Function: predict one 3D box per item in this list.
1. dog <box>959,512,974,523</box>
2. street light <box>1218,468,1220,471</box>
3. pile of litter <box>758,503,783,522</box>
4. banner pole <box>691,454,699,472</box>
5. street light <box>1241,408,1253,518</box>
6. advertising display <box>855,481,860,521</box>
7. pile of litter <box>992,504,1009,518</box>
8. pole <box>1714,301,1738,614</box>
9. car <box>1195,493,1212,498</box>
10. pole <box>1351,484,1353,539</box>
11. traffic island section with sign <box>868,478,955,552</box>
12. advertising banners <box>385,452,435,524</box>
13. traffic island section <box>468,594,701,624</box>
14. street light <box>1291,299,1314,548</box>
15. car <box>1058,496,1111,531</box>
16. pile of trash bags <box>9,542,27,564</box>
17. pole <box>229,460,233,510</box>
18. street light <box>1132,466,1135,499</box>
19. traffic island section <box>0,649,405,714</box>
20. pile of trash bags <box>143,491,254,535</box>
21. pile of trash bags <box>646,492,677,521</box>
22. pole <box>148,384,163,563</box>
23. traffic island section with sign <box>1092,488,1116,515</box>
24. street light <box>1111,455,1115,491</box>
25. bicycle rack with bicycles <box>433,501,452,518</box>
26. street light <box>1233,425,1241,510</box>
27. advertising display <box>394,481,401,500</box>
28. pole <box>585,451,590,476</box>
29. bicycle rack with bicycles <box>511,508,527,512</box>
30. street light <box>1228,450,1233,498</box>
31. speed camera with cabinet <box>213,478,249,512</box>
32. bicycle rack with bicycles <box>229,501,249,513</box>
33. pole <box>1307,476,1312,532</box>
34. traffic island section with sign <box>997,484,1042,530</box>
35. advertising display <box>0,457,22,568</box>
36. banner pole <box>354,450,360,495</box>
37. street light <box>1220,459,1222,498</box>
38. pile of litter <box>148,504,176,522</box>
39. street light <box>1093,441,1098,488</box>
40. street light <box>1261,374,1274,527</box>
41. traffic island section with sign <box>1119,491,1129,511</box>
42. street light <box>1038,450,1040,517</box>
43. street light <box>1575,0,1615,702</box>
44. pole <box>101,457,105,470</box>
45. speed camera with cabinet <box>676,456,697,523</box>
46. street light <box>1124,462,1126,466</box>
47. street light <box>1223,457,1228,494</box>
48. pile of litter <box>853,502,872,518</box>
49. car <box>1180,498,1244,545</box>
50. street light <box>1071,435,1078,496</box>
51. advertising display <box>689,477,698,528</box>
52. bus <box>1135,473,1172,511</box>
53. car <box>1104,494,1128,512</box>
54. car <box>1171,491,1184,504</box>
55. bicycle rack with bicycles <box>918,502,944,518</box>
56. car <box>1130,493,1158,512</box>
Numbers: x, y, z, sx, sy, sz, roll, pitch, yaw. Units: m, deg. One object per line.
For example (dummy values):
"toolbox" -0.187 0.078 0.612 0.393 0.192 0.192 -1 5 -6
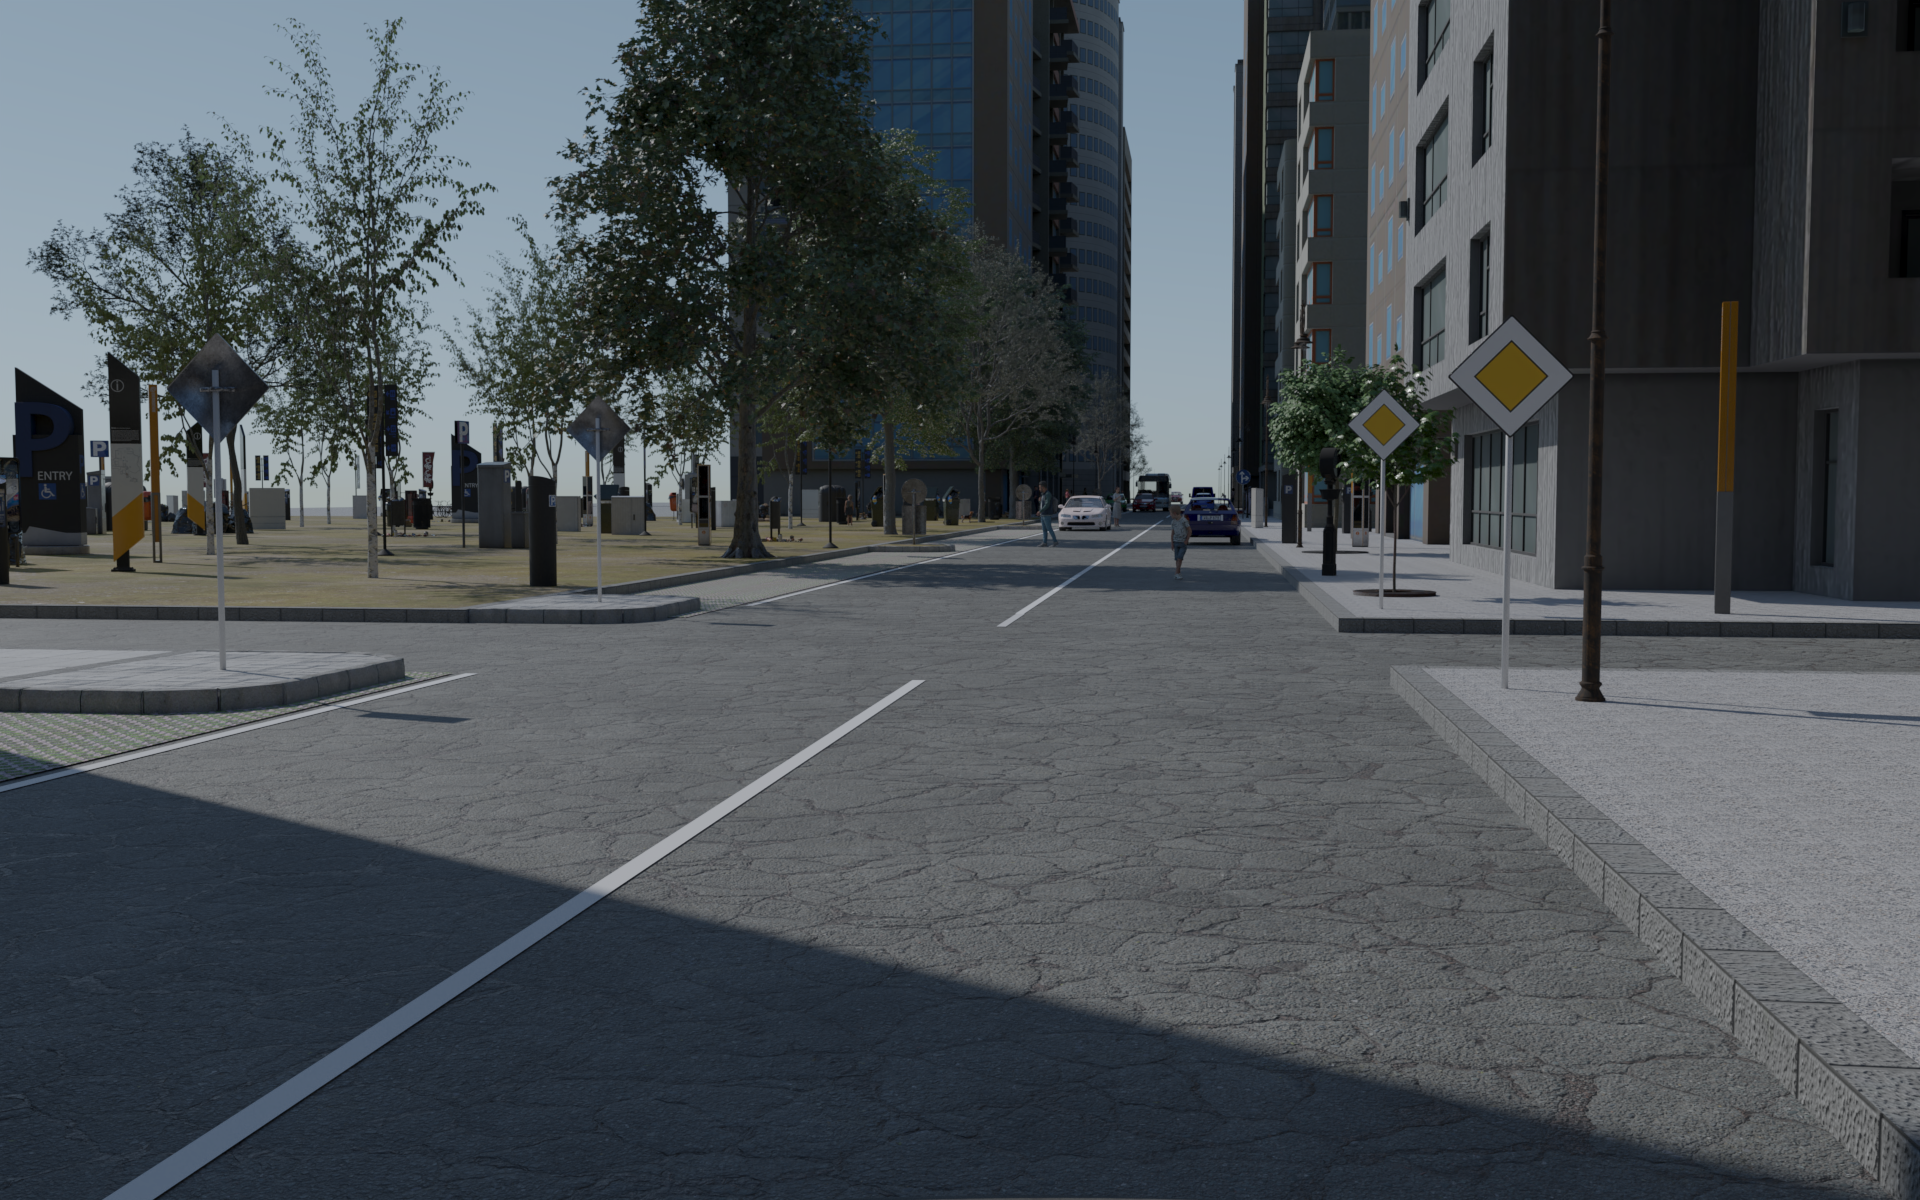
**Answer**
"dog" 0.288 -3.679 76.986 0.540 0.507 0.406 -3 5 -39
"street light" 34.005 -15.464 225.616 0.468 5.910 1.993 0 4 8
"pile of litter" -9.124 -4.074 80.580 1.719 0.858 1.176 1 4 18
"banner pole" -14.620 -6.448 95.438 0.401 3.779 0.863 2 4 34
"street light" 15.439 -7.344 92.868 0.468 5.910 1.993 0 4 8
"advertising display" -4.941 -4.801 83.707 0.123 1.923 0.974 0 4 4
"pile of litter" 2.322 -4.930 94.571 1.719 0.858 1.176 -2 4 -28
"pole" 8.179 -1.507 18.490 0.158 3.312 0.155 0 3 0
"car" 19.303 -7.807 137.237 1.945 1.707 3.694 0 4 8
"pole" 11.345 -3.422 49.786 0.158 3.312 0.155 0 3 0
"traffic island section with sign" -1.162 -2.114 43.185 1.989 1.847 2.006 0 4 8
"advertising banners" -22.683 -4.603 71.439 2.074 3.025 0.090 0 4 -4
"traffic island section" -4.313 0.104 20.586 2.009 0.180 2.903 0 4 8
"street light" 8.140 -4.191 41.318 0.468 5.910 1.993 0 4 8
"car" 4.985 -3.444 68.676 2.083 1.381 4.827 1 4 8
"pile of trash bags" -18.940 -1.334 31.563 3.447 1.369 1.912 -2 4 -24
"pole" -41.493 -6.410 98.641 0.158 3.312 0.155 0 3 0
"street light" 23.259 -15.841 231.787 0.468 5.910 1.993 0 4 8
"traffic island section" -5.420 0.587 12.678 2.009 0.180 2.903 0 4 8
"pile of trash bags" -24.701 -2.812 55.726 1.912 1.369 3.447 3 4 39
"pile of trash bags" -15.106 -4.492 83.197 3.447 1.369 1.912 -1 4 -20
"pole" -15.011 -2.352 32.298 0.158 3.312 0.155 0 3 0
"traffic island section with sign" 9.471 -6.752 119.016 1.989 1.847 2.006 0 4 8
"street light" 15.914 -12.662 179.814 0.468 5.910 1.993 0 4 8
"bicycle rack with bicycles" -27.633 -4.915 93.747 2.925 0.926 2.852 -3 5 -41
"street light" 18.806 -8.806 116.767 0.468 5.910 1.993 0 4 8
"advertising display" -27.360 -4.836 84.277 0.123 1.923 0.974 0 4 -5
"pole" -17.543 -5.367 81.596 0.158 3.312 0.155 0 3 0
"bicycle rack with bicycles" -20.193 -4.233 82.590 2.925 0.926 2.852 0 4 1
"street light" 22.509 -10.382 142.535 0.468 5.910 1.993 0 4 8
"speed camera with cabinet" -41.842 -6.445 99.715 2.038 3.252 0.660 -1 4 -19
"bicycle rack with bicycles" -40.134 -5.080 96.432 2.925 0.926 2.852 -2 4 -32
"pole" 11.970 -4.000 59.245 0.158 3.312 0.155 0 3 0
"traffic island section with sign" 2.594 -3.746 69.878 1.989 1.847 2.006 0 4 8
"advertising display" -16.621 -1.512 29.927 0.123 1.923 0.974 1 4 11
"banner pole" -34.189 -6.621 98.262 0.401 3.779 0.863 -3 5 -40
"street light" 30.519 -13.886 199.818 0.468 5.910 1.993 0 4 8
"pile of litter" -36.749 -4.036 79.962 1.719 0.858 1.176 0 4 3
"street light" 11.721 -10.787 149.151 0.468 5.910 1.993 0 4 8
"street light" 11.882 -5.767 67.081 0.468 5.910 1.993 0 4 8
"traffic island section with sign" 13.287 -8.423 146.342 1.989 1.847 2.006 0 4 8
"street light" 4.465 -7.602 97.080 0.468 5.910 1.993 0 4 8
"street light" 3.914 -2.311 10.575 0.468 5.910 1.993 0 4 8
"pole" -43.314 -5.731 87.549 0.158 3.312 0.155 0 3 0
"speed camera with cabinet" -12.089 -5.028 76.548 0.660 3.252 2.038 -1 4 -19
"street light" 19.592 -14.241 205.629 0.468 5.910 1.993 0 4 8
"street light" 26.114 -11.959 168.316 0.468 5.910 1.993 0 4 8
"pile of litter" -4.954 -4.776 92.053 1.719 0.858 1.176 -2 4 -30
"car" 7.207 -2.287 49.973 1.945 1.354 3.894 0 4 8
"street light" 8.091 -9.203 123.261 0.468 5.910 1.993 0 4 8
"advertising display" -9.813 -3.676 65.312 0.123 1.923 0.974 2 4 35
"bus" 16.642 -9.347 147.689 2.948 3.499 13.247 0 4 8
"car" 12.411 -7.916 138.228 1.959 1.807 4.718 0 4 7
"car" 30.907 -14.647 248.155 2.281 1.827 5.304 1 4 10
"bicycle rack with bicycles" -1.546 -4.789 91.680 2.852 0.926 2.925 -2 4 -34
"car" 14.566 -7.823 136.945 2.155 1.783 4.494 0 4 8
